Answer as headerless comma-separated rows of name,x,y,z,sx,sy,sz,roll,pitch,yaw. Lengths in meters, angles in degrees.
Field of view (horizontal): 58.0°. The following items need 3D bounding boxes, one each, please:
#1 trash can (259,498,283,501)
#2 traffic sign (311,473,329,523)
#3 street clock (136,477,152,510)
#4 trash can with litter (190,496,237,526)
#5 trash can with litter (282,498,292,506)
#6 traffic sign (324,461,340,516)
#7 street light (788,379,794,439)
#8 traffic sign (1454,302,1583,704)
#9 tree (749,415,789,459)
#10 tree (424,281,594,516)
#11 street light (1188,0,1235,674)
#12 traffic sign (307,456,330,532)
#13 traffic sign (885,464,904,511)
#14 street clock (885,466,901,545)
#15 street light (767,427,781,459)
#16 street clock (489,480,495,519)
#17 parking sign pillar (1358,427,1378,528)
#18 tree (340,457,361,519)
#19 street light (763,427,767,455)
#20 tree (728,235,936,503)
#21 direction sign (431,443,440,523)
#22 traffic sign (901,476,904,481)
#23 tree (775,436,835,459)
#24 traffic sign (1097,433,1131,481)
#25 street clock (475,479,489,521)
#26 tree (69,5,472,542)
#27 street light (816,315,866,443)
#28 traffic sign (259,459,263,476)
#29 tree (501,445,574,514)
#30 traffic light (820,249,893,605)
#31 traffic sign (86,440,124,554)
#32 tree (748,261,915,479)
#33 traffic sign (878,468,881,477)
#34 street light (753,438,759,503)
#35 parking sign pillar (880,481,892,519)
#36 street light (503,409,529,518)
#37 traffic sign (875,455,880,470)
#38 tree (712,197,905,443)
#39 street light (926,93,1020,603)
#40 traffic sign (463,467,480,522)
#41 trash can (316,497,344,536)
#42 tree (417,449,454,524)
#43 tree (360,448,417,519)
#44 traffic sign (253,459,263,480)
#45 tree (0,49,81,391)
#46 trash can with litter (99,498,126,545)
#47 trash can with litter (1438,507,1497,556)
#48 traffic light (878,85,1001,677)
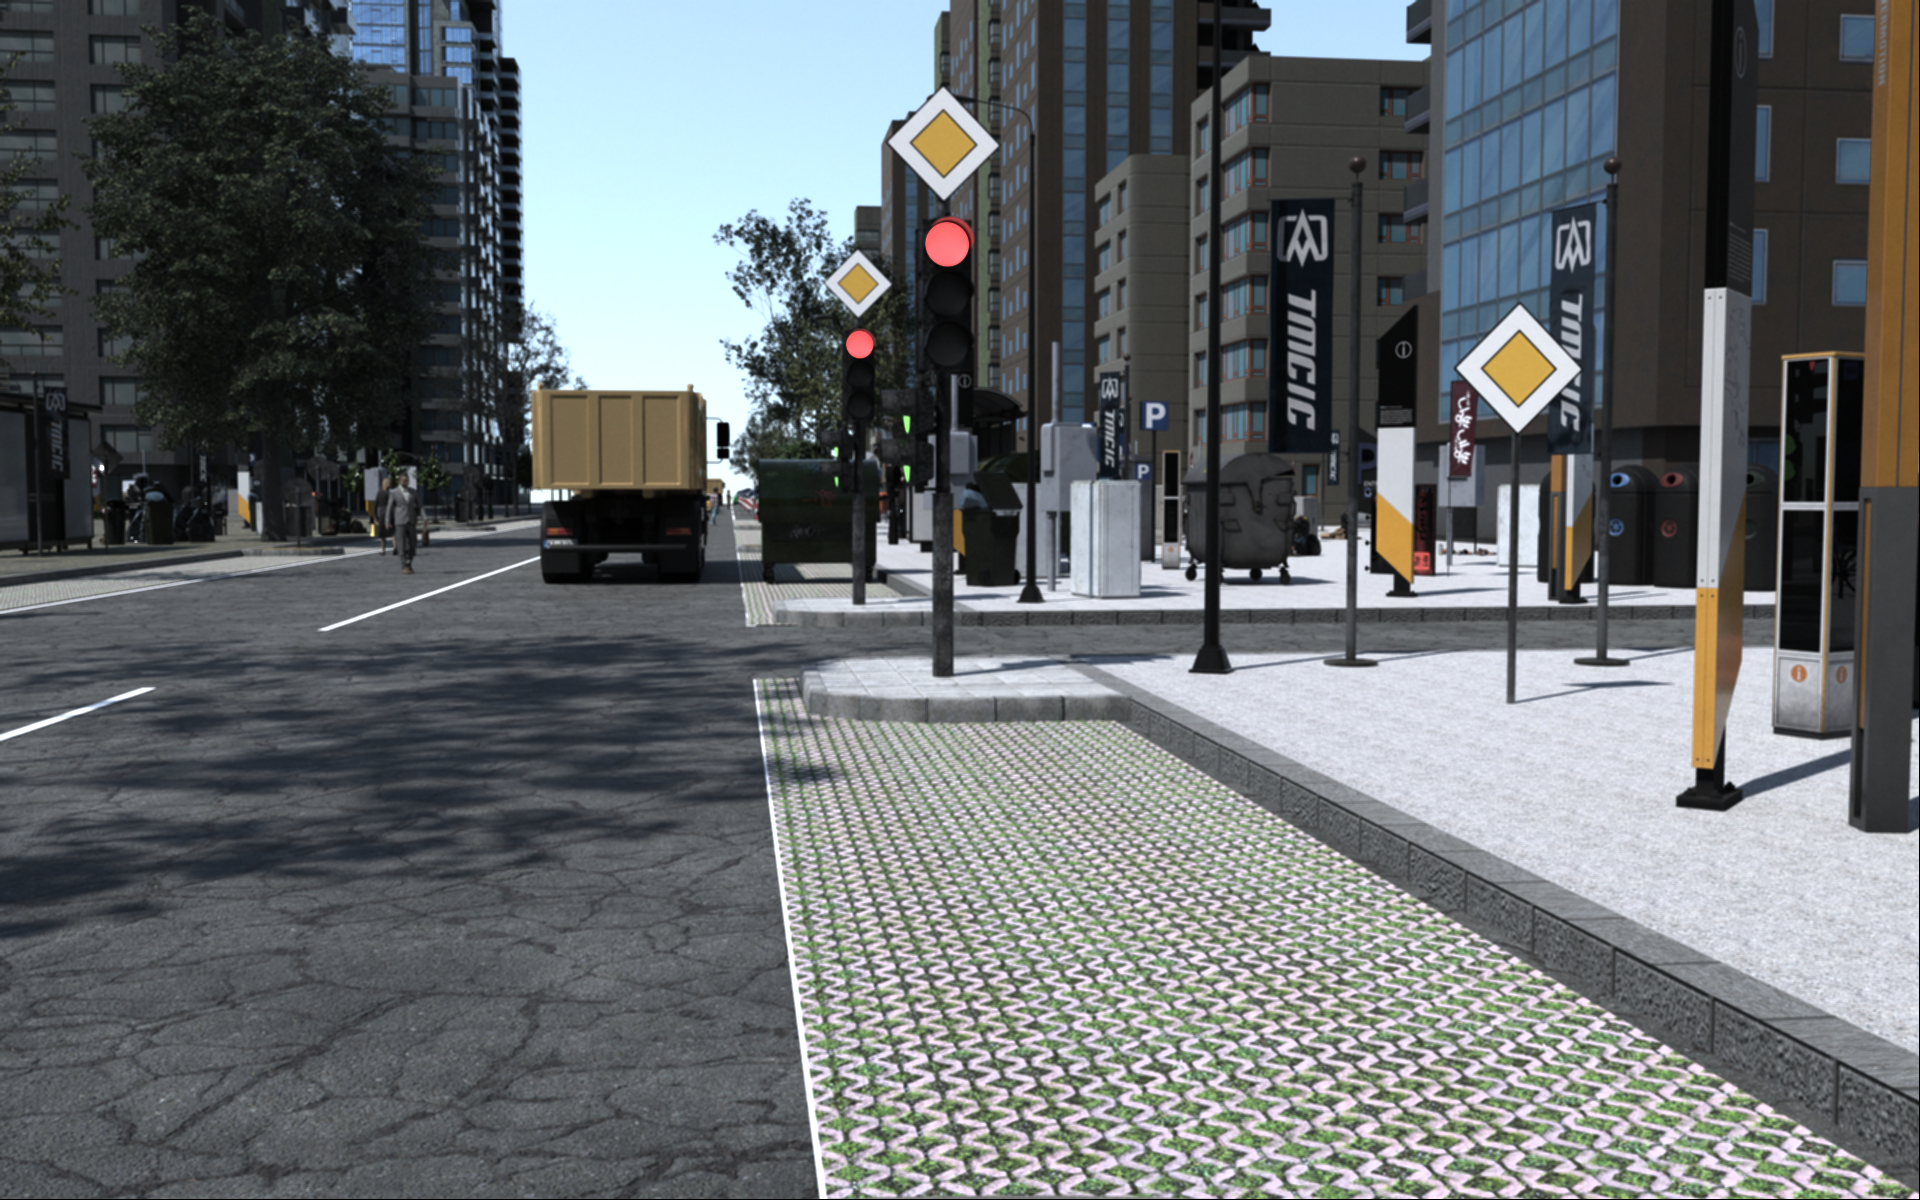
trash can,-22.741,-2.787,57.222,0.748,1.137,0.748,0,3,0
traffic sign,-24.095,-3.975,65.099,0.768,2.556,0.104,0,4,2
street clock,-33.975,-4.123,71.978,0.358,2.002,0.471,1,4,17
trash can with litter,-29.843,-3.515,68.523,2.233,1.210,1.678,0,4,-1
trash can with litter,-24.394,-3.091,61.921,1.055,1.170,0.624,0,4,-8
traffic sign,-24.331,-4.083,66.857,0.768,2.556,0.104,0,4,-7
street light,-6.320,-5.949,69.812,1.470,5.913,1.316,0,4,-8
traffic sign,3.372,-0.572,10.538,0.795,2.450,0.064,0,4,-4
tree,-16.919,-12.591,156.229,4.360,8.622,3.978,0,3,0
tree,-26.086,-11.645,100.767,12.009,13.543,11.850,0,3,0
street light,1.280,-2.429,12.261,1.470,5.913,1.316,0,4,-8
traffic sign,-21.281,-3.508,57.457,0.768,2.556,0.104,0,4,0
traffic sign,-2.087,-3.472,56.880,0.768,2.556,0.104,0,4,1
street clock,-1.692,-2.411,43.991,0.358,2.002,0.471,2,4,25
street light,-9.649,-7.471,94.687,1.470,5.913,1.316,0,4,-8
street clock,-24.221,-5.181,89.275,0.471,2.002,0.358,-2,4,-26
parking sign pillar,15.473,-4.707,65.434,1.447,3.967,1.447,1,4,18
tree,-31.651,-5.871,90.593,1.663,3.219,1.824,0,3,0
street light,-12.939,-9.020,120.016,1.470,5.913,1.316,0,4,-8
tree,-4.218,-7.887,63.371,8.767,10.594,7.601,1,4,14
direction sign,-23.160,-5.163,76.414,0.379,3.537,0.876,-2,4,-35
traffic sign,-2.653,-4.442,72.629,0.884,2.594,0.081,0,3,0
tree,-7.848,-6.420,88.682,4.285,4.588,4.351,0,3,0
traffic sign,3.041,-2.124,34.839,0.768,2.556,0.104,0,4,-5
street clock,-23.044,-4.807,83.166,0.358,2.002,0.471,2,4,30
tree,-18.466,-8.553,46.492,9.857,13.997,8.962,0,3,0
street light,-3.040,-4.437,45.078,1.470,5.913,1.316,0,4,-8
traffic sign,-23.456,-3.594,58.871,0.768,2.556,0.104,0,4,1
tree,-28.175,-7.941,113.556,4.285,4.588,4.351,0,3,0
traffic light,-1.192,-1.901,20.001,0.839,4.253,0.868,0,4,-8
traffic sign,-18.188,-2.182,36.866,0.795,2.450,0.064,0,4,0
tree,-3.505,-6.328,53.829,4.737,8.622,4.395,0,3,0
traffic sign,-3.700,-4.456,72.966,0.768,2.556,0.104,0,4,2
street light,-16.319,-10.532,144.737,1.470,5.913,1.316,0,4,-8
parking sign pillar,-3.505,-6.148,88.990,1.447,3.967,1.447,0,4,5
street light,-24.106,-7.433,94.067,1.470,5.913,1.316,0,4,-8
traffic sign,-2.750,-3.135,51.364,0.768,2.556,0.104,0,4,-1
tree,-9.256,-15.466,108.755,12.611,20.169,13.585,0,3,0
street light,0.306,-2.920,20.282,1.470,5.913,1.316,0,4,-8
traffic sign,-22.577,-4.892,80.090,0.768,2.556,0.104,0,4,-4
trash can,-19.357,-2.535,53.099,0.748,1.137,0.748,0,3,0
tree,-22.456,-4.864,74.134,1.663,3.219,1.824,0,3,0
tree,-21.692,-4.348,65.694,1.663,3.219,1.824,0,3,0
traffic sign,-25.368,-3.851,63.078,0.768,2.556,0.104,0,4,0
tree,-16.036,-4.684,26.947,4.737,8.622,4.395,0,3,0
trash can with litter,-21.505,-1.981,43.780,0.624,1.170,1.055,-3,5,-45
trash can with litter,10.955,-1.553,36.453,2.233,1.210,1.678,3,4,36
traffic light,-0.138,-1.417,12.086,0.839,4.253,0.868,0,4,-8
